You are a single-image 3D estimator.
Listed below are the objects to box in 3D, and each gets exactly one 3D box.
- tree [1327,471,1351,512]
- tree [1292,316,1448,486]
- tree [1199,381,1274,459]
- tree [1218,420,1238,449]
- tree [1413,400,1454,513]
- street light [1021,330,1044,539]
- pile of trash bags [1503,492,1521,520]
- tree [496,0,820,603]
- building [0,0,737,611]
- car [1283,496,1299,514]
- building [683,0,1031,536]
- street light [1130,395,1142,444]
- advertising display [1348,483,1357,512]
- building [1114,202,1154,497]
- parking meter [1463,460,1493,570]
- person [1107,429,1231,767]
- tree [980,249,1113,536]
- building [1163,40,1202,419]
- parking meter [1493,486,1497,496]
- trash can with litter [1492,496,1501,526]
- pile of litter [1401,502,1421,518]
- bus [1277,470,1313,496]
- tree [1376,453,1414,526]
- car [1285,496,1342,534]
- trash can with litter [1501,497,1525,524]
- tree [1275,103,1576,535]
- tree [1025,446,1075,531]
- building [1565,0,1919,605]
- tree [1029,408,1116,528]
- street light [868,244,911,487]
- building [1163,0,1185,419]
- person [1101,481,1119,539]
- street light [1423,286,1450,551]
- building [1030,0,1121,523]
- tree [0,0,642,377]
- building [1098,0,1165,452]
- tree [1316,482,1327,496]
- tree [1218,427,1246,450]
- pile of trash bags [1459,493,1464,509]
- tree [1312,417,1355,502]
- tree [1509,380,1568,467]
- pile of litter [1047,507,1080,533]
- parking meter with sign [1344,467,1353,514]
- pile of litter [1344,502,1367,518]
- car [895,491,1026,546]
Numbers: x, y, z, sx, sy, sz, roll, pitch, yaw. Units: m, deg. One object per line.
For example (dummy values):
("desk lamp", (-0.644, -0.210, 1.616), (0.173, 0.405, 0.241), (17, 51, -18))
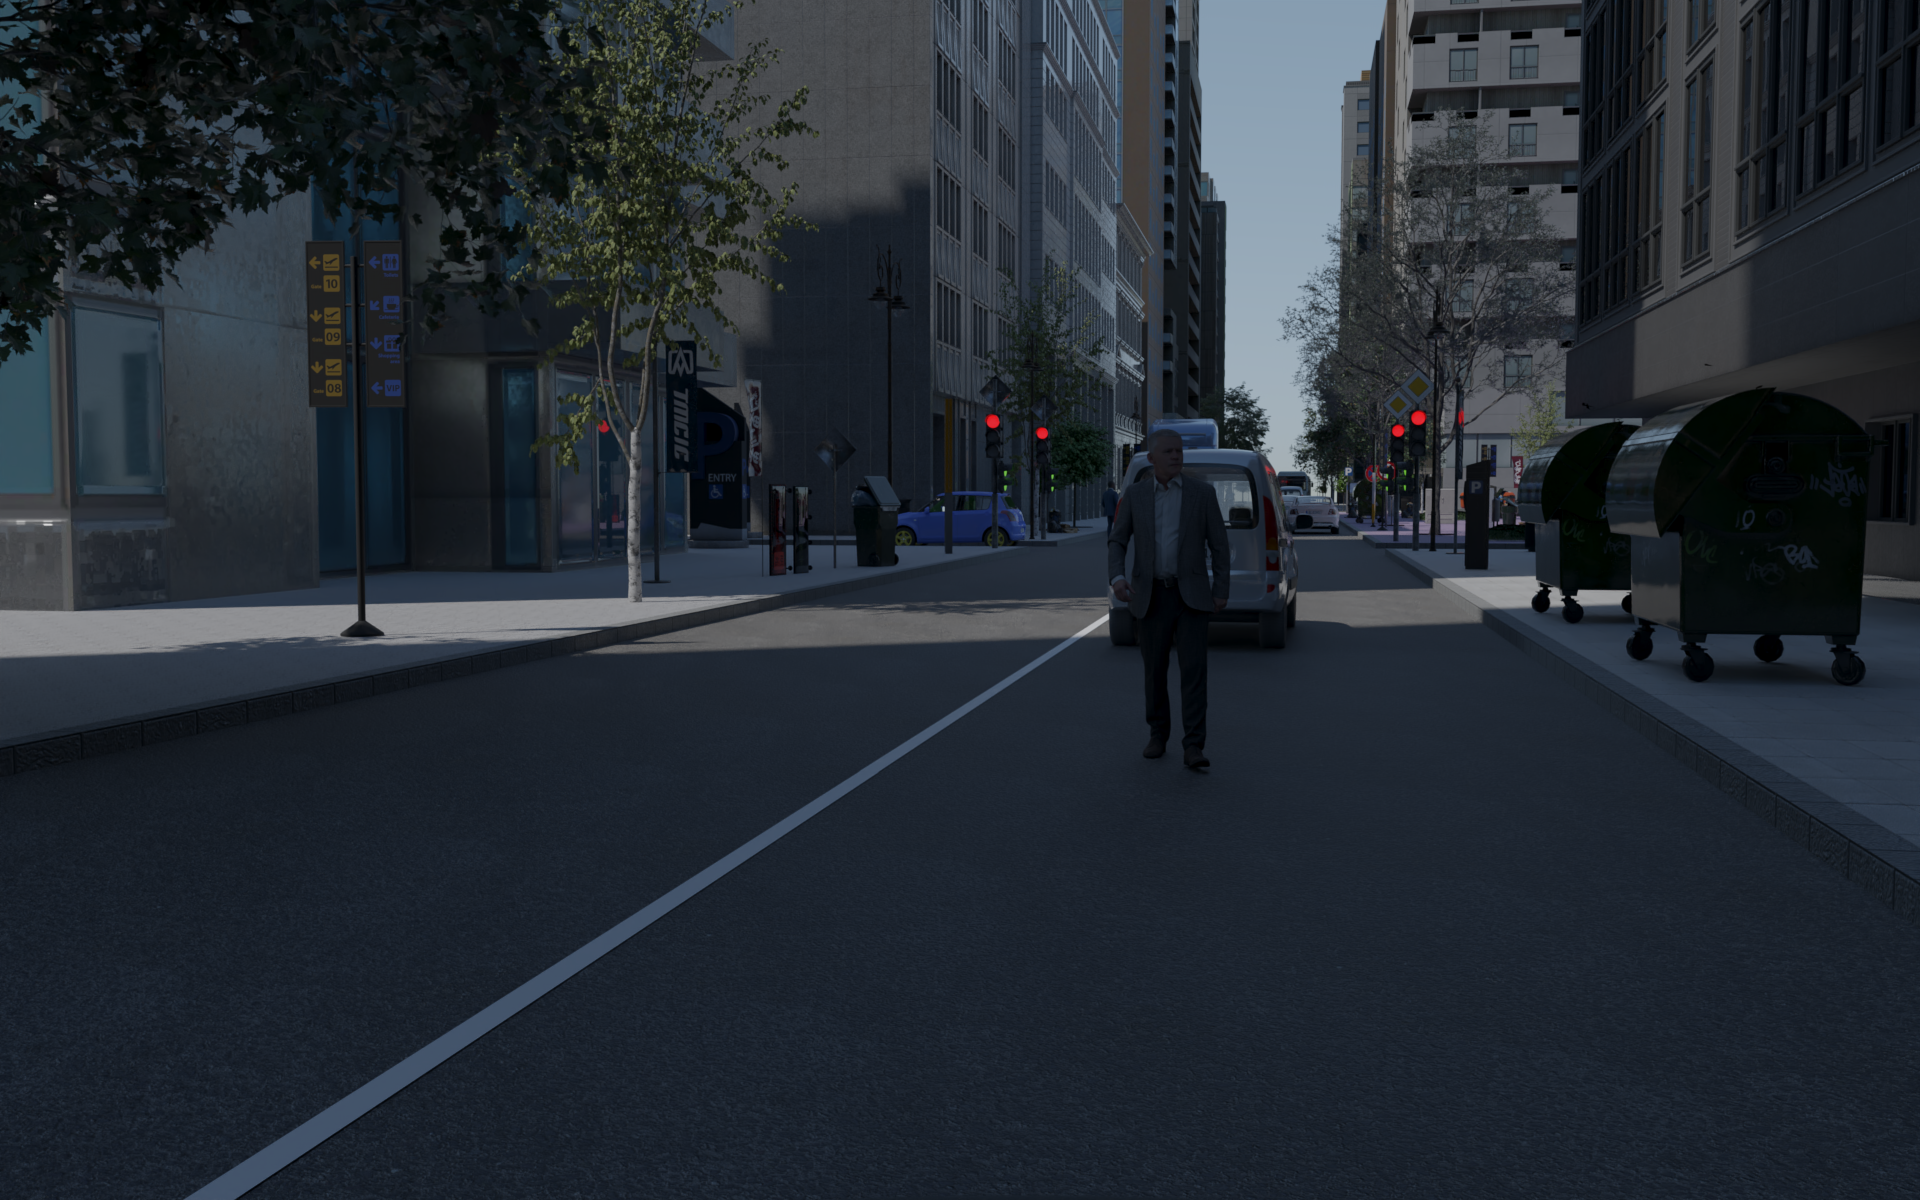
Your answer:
("tree", (27.882, -7.991, 125.250), (1.663, 3.219, 1.824), (0, 3, 0))
("tree", (25.337, -11.621, 107.009), (9.611, 12.733, 9.660), (0, 3, 0))
("tree", (30.356, -17.630, 194.897), (9.857, 13.997, 8.962), (0, 3, 0))
("tree", (25.668, -13.536, 171.682), (4.360, 8.622, 3.978), (0, 3, 0))
("tree", (30.369, -10.041, 114.534), (4.360, 8.622, 3.978), (0, 3, 0))
("street light", (2.045, -4.662, 49.004), (0.468, 5.910, 1.993), (1, 4, 11))
("pile of trash bags", (28.638, -4.682, 86.297), (3.447, 1.369, 1.912), (-1, 4, -14))
("tree", (-3.799, -4.291, 20.527), (4.737, 8.622, 4.395), (0, 3, 0))
("building", (-20.294, -25.073, 29.552), (30.456, 49.044, 23.786), (1, 4, 11))
("car", (14.724, -3.998, 77.736), (2.083, 1.381, 4.827), (1, 4, 12))
("building", (-4.894, -14.975, 62.860), (12.078, 24.808, 19.932), (1, 4, 11))
("street light", (8.240, -6.624, 81.093), (0.468, 5.910, 1.993), (1, 4, 11))
("advertising display", (22.117, -5.599, 96.752), (0.974, 1.923, 0.123), (-1, 4, -23))
("building", (5.819, -16.874, 112.042), (11.583, 22.565, 21.152), (1, 4, 11))
("parking meter", (8.791, -1.454, 29.491), (0.399, 1.863, 0.255), (2, 4, 28))
("person", (1.120, -0.018, 9.193), (0.661, 1.777, 0.834), (0, 4, 0))
("tree", (2.459, -6.283, 53.085), (4.737, 8.622, 4.395), (0, 3, 0))
("building", (13.770, -34.071, 180.757), (21.300, 48.544, 21.600), (1, 4, 11))
("parking meter", (34.449, -6.492, 111.861), (0.399, 1.863, 0.255), (3, 4, 36))
("trash can with litter", (18.545, -2.950, 59.297), (1.678, 1.210, 2.233), (2, 4, 30))
("pile of litter", (24.115, -4.763, 91.847), (1.719, 0.858, 1.176), (-2, 4, -24))
("bus", (28.061, -9.210, 145.443), (2.948, 3.499, 13.247), (1, 4, 13))
("tree", (17.517, -4.594, 69.706), (1.663, 3.219, 1.824), (0, 3, 0))
("car", (12.917, -3.120, 63.370), (2.083, 1.381, 4.827), (1, 4, 11))
("trash can with litter", (19.818, -3.075, 61.664), (1.055, 1.170, 0.624), (2, 4, 34))
("tree", (15.026, -8.778, 53.884), (12.009, 13.543, 11.850), (0, 3, 0))
("tree", (3.095, -4.044, 60.717), (1.663, 3.219, 1.824), (0, 3, 0))
("building", (17.046, -13.977, 22.030), (14.314, 27.812, 24.014), (1, 4, 11))
("tree", (4.306, -5.054, 66.341), (4.285, 4.588, 4.351), (0, 3, 0))
("street light", (-1.306, -3.637, 32.250), (0.468, 5.910, 1.993), (1, 4, 11))
("building", (9.172, -51.358, 152.373), (22.319, 86.520, 31.000), (1, 4, 11))
("person", (4.279, -2.432, 48.444), (0.721, 1.800, 0.419), (3, 5, 41))
("street light", (10.586, -4.026, 38.607), (0.468, 5.910, 1.993), (1, 4, 11))
("building", (0.943, -18.922, 86.863), (11.434, 29.767, 29.804), (1, 4, 11))
("tree", (-6.551, -5.642, 9.259), (9.611, 12.733, 9.660), (0, 3, 0))
("building", (7.945, -29.405, 130.888), (14.600, 45.320, 14.200), (1, 4, 11))
("tree", (47.059, -14.032, 224.024), (1.663, 3.219, 1.824), (0, 3, 0))
("tree", (28.478, -14.375, 185.399), (4.737, 8.622, 4.395), (0, 3, 0))
("pile of trash bags", (30.223, -5.447, 98.816), (3.447, 1.369, 1.912), (0, 4, 0))
("tree", (33.562, -12.546, 155.495), (4.360, 8.622, 3.978), (0, 3, 0))
("tree", (37.166, -9.806, 110.694), (4.737, 8.622, 4.395), (0, 3, 0))
("pile of litter", (3.381, -2.646, 57.226), (1.176, 0.858, 1.719), (1, 4, 18))
("parking meter with sign", (25.760, -7.212, 114.184), (0.543, 3.016, 1.738), (2, 4, 24))
("pile of litter", (21.246, -4.833, 92.981), (1.176, 0.858, 1.719), (0, 4, 7))
("car", (-0.181, -2.120, 44.260), (3.694, 1.707, 1.945), (1, 4, 12))
